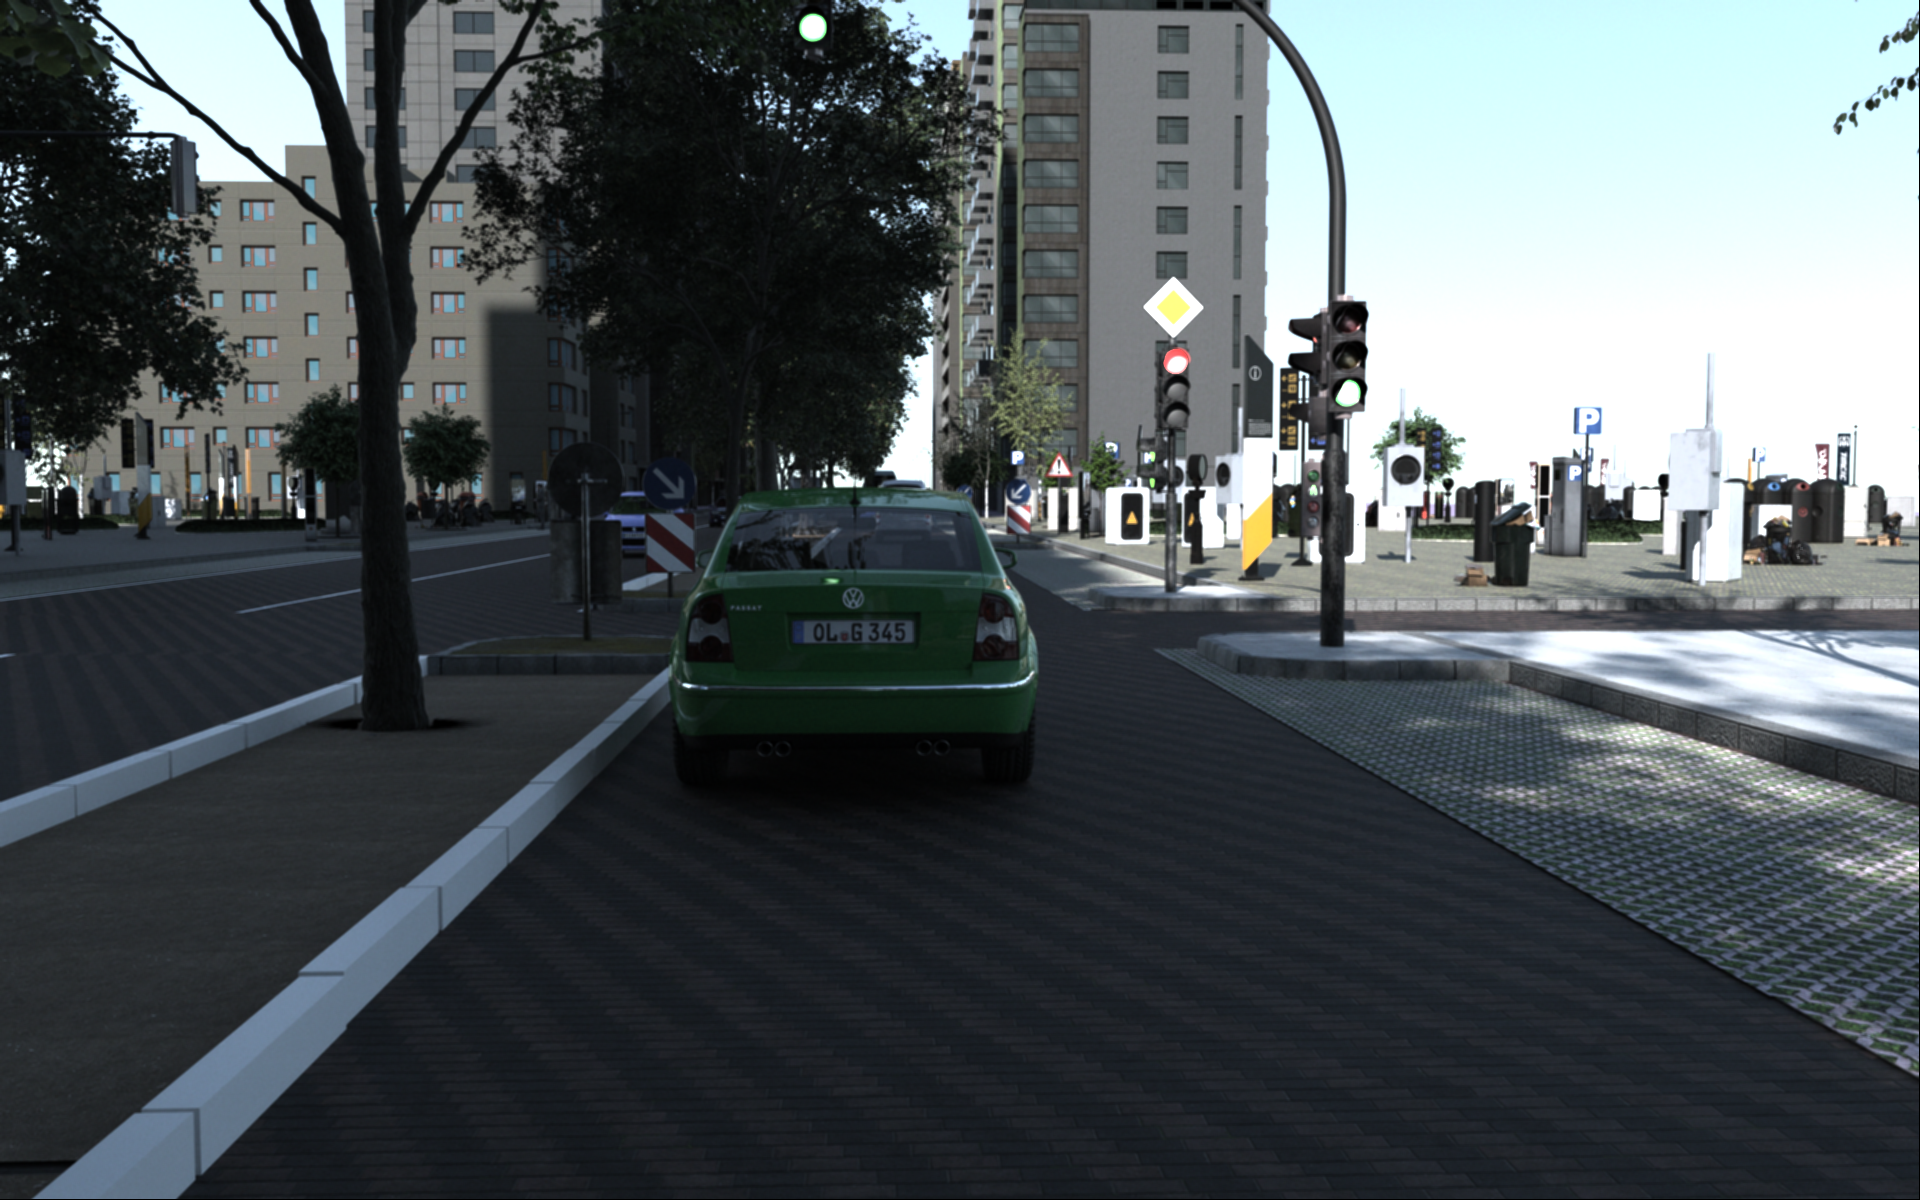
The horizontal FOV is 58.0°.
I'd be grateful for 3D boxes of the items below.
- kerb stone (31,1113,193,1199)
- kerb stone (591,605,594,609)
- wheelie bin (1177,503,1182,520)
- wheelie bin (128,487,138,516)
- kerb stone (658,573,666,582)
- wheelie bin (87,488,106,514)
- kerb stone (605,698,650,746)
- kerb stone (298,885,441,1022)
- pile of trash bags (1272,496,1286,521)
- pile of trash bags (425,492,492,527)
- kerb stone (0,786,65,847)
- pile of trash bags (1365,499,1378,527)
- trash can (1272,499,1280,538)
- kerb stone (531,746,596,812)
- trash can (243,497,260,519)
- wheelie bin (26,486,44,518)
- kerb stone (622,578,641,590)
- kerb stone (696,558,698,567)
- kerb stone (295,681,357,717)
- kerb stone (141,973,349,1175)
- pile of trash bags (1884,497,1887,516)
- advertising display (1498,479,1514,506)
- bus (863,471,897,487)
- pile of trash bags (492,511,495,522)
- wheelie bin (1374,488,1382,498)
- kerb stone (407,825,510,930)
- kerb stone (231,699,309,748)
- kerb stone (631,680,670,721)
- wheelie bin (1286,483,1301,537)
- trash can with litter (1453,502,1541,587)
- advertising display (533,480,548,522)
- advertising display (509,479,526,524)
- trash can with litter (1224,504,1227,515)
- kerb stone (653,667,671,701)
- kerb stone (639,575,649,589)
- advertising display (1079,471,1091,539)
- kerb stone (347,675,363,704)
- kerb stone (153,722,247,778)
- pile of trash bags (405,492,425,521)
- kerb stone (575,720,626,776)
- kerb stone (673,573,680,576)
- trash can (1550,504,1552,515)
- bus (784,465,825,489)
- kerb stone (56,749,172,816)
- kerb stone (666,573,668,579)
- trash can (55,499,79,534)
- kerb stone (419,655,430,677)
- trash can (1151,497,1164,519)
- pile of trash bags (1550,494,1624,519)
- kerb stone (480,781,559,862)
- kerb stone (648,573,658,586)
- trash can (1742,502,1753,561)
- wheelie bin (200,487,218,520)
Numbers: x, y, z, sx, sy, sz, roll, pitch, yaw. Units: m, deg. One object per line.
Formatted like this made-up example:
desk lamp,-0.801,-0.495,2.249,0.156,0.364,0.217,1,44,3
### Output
kerb stone,-1.633,1.173,3.113,0.120,0.150,1.000,0,4,-3
kerb stone,-4.652,0.011,22.011,0.120,0.150,1.000,0,4,-3
wheelie bin,9.800,-4.255,77.476,0.980,1.594,0.693,-1,4,-18
wheelie bin,-38.728,-4.508,81.608,0.980,1.594,0.693,2,4,25
kerb stone,-4.939,-0.364,28.142,0.120,0.150,1.000,0,4,-3
wheelie bin,-45.118,-5.050,90.471,0.693,1.594,0.980,2,4,32
kerb stone,-1.979,0.731,10.277,0.120,0.150,1.000,0,4,-3
kerb stone,-1.740,1.042,5.154,0.120,0.150,1.000,0,4,-3
pile of trash bags,11.338,-3.195,61.992,3.447,1.369,1.912,2,4,28
pile of trash bags,-20.011,-3.637,69.215,1.912,1.369,3.447,-1,4,-8
kerb stone,-3.930,0.922,7.119,0.120,0.150,1.000,0,4,-3
pile of trash bags,15.855,-3.597,68.570,1.912,1.369,3.447,0,4,7
trash can,8.986,-2.386,50.667,0.748,1.137,0.748,0,3,0
kerb stone,-1.883,0.855,8.222,0.120,0.150,1.000,0,4,-3
trash can,-32.739,-4.186,80.094,0.748,1.137,0.748,0,3,0
wheelie bin,-36.581,-3.702,68.437,0.980,1.594,0.693,-2,4,-29
kerb stone,-4.790,-0.176,25.080,0.120,0.150,1.000,0,4,-3
kerb stone,-5.286,-0.798,35.315,0.120,0.150,1.000,0,4,-3
kerb stone,-4.136,0.674,11.219,0.120,0.150,1.000,0,4,-3
kerb stone,-1.679,1.111,4.134,0.120,0.150,1.000,0,4,-3
pile of trash bags,43.849,-4.490,83.166,1.912,1.369,3.447,2,4,32
advertising display,23.078,-4.160,73.229,0.974,1.923,0.123,-3,4,-37
bus,-6.528,-8.982,141.720,2.948,3.499,13.247,0,4,-3
pile of trash bags,-22.403,-4.262,79.441,1.912,1.369,3.447,-1,4,-18
wheelie bin,22.334,-5.112,91.488,0.693,1.594,0.980,-2,4,-28
kerb stone,-1.783,0.983,6.178,0.120,0.150,1.000,0,4,-3
kerb stone,-4.073,0.734,10.195,0.120,0.150,1.000,0,4,-3
kerb stone,-2.034,0.666,11.314,0.120,0.150,1.000,0,4,-3
wheelie bin,10.131,-2.661,51.420,0.693,1.594,0.980,2,4,31
trash can with litter,7.467,-0.777,24.088,1.055,1.170,0.624,0,4,-5
advertising display,-19.031,-4.490,78.619,0.123,1.923,0.974,1,4,20
advertising display,-18.745,-4.171,73.414,0.123,1.923,0.974,2,4,24
trash can with litter,9.113,-2.735,56.108,1.055,1.170,0.624,0,4,1
kerb stone,-2.084,0.604,12.343,0.120,0.150,1.000,0,4,-3
kerb stone,-4.845,-0.239,26.100,0.120,0.150,1.000,0,4,-3
advertising display,3.554,-2.696,49.292,0.123,1.923,0.974,1,4,18
kerb stone,-4.174,0.609,12.247,0.120,0.150,1.000,0,4,-3
kerb stone,-4.027,0.797,9.161,0.120,0.150,1.000,0,4,-3
pile of trash bags,-26.536,-4.452,82.549,1.912,1.369,3.447,1,4,20
kerb stone,-1.928,0.795,9.247,0.120,0.150,1.000,0,4,-3
kerb stone,-5.038,-0.489,30.194,0.120,0.150,1.000,0,4,-3
trash can,23.724,-3.487,68.660,0.748,1.137,0.748,0,3,0
bus,-11.625,-8.495,130.447,2.896,3.916,12.252,0,4,-4
kerb stone,-3.982,0.860,8.140,0.120,0.150,1.000,0,4,-3
kerb stone,-4.991,-0.423,29.174,0.120,0.150,1.000,0,4,-3
trash can,-28.458,-2.664,55.214,0.748,1.137,0.748,0,3,0
kerb stone,-4.230,0.546,13.270,0.120,0.150,1.000,0,4,-3
trash can,10.252,-4.777,89.756,0.748,1.137,0.748,0,3,0
pile of trash bags,22.195,-3.202,62.102,1.912,1.369,3.447,-3,5,-40
kerb stone,-1.831,0.921,7.200,0.120,0.150,1.000,0,4,-3
kerb stone,-4.886,-0.301,27.121,0.120,0.150,1.000,0,4,-3
trash can,14.791,-1.318,33.211,0.748,1.137,0.748,0,3,0
wheelie bin,-34.533,-4.390,79.692,0.693,1.594,0.980,-3,4,-37
